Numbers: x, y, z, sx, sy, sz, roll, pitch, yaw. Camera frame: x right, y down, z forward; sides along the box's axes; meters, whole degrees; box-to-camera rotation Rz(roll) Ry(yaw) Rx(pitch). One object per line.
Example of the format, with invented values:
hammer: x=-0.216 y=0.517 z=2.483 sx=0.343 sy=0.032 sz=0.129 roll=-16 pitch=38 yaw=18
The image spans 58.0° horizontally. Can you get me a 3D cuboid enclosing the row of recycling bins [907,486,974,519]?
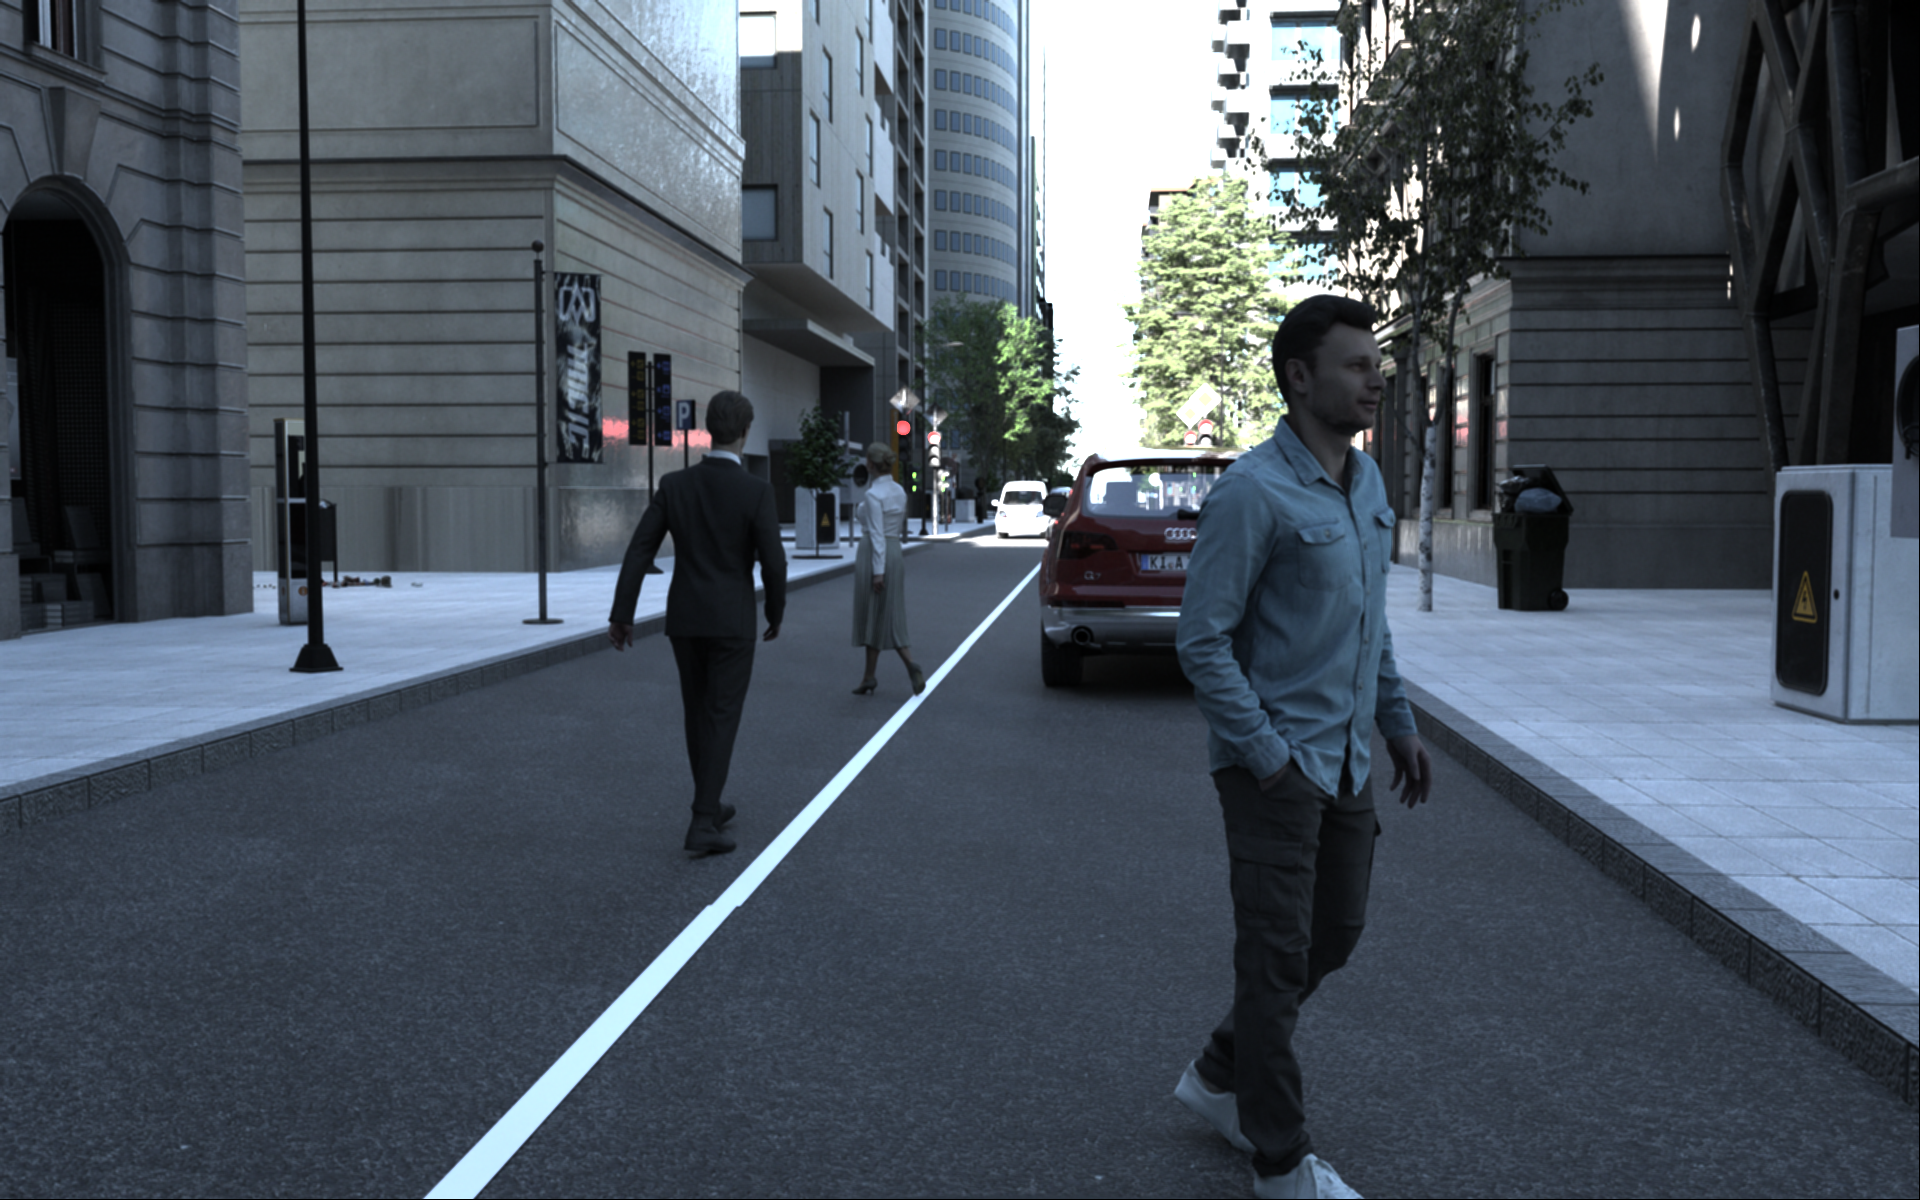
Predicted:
row of recycling bins: x=-1.033 y=-5.152 z=91.354 sx=3.534 sy=1.692 sz=1.069 roll=0 pitch=4 yaw=-6

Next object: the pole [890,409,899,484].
pole: x=-1.575 y=-2.931 z=41.763 sx=0.158 sy=3.312 sz=0.155 roll=0 pitch=3 yaw=0

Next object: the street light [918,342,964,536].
street light: x=-0.581 y=-4.935 z=53.229 sx=1.470 sy=5.913 sz=1.316 roll=0 pitch=4 yaw=5

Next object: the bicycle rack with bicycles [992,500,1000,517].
bicycle rack with bicycles: x=1.502 y=-5.237 z=99.002 sx=2.852 sy=0.926 sz=2.925 roll=1 pitch=4 yaw=15

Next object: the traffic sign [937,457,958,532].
traffic sign: x=-0.466 y=-3.614 z=59.203 sx=0.768 sy=2.556 sz=0.104 roll=1 pitch=4 yaw=10

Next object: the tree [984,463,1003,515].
tree: x=1.872 y=-6.930 z=107.899 sx=1.663 sy=3.219 sz=1.824 roll=0 pitch=3 yaw=0

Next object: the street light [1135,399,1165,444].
street light: x=9.440 y=-6.852 z=84.577 sx=1.470 sy=5.913 sz=1.316 roll=0 pitch=4 yaw=5

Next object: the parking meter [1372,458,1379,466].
parking meter: x=6.568 y=-1.364 z=28.017 sx=0.255 sy=1.863 sz=0.399 roll=3 pitch=4 yaw=39

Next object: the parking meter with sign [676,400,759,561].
parking meter with sign: x=-4.453 y=-2.231 z=32.745 sx=1.738 sy=3.016 sz=0.543 roll=-3 pitch=5 yaw=-40

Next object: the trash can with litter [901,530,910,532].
trash can with litter: x=-2.519 y=-2.948 z=59.258 sx=1.678 sy=1.210 sz=2.233 roll=1 pitch=4 yaw=21

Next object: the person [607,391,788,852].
person: x=-0.995 y=0.072 z=7.093 sx=0.659 sy=1.850 sz=0.755 roll=1 pitch=4 yaw=15

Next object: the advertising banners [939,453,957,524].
advertising banners: x=-0.502 y=-4.754 z=73.911 sx=0.090 sy=3.025 sz=2.074 roll=1 pitch=4 yaw=21

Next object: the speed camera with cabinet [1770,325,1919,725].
speed camera with cabinet: x=5.173 y=-0.925 z=9.453 sx=0.660 sy=3.252 sz=2.038 roll=0 pitch=4 yaw=2

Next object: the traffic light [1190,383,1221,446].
traffic light: x=6.220 y=-3.379 z=44.174 sx=0.839 sy=4.253 sz=0.868 roll=0 pitch=4 yaw=5

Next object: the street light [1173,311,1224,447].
street light: x=6.122 y=-4.381 z=44.169 sx=1.470 sy=5.913 sz=1.316 roll=0 pitch=4 yaw=5

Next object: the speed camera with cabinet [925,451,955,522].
speed camera with cabinet: x=-0.970 y=-5.213 z=79.569 sx=0.660 sy=3.252 sz=2.038 roll=-2 pitch=4 yaw=-30

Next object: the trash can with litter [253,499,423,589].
trash can with litter: x=-8.612 y=-0.795 z=24.048 sx=2.233 sy=1.210 sz=1.678 roll=1 pitch=4 yaw=12

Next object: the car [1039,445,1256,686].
car: x=1.781 y=-0.348 z=14.363 sx=2.281 sy=1.827 sz=5.304 roll=0 pitch=4 yaw=6

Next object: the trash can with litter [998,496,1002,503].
trash can with litter: x=3.380 y=-7.130 z=127.955 sx=1.055 sy=1.170 sz=0.624 roll=-1 pitch=4 yaw=-14

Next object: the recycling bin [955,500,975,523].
recycling bin: x=0.223 y=-4.011 z=78.141 sx=0.722 sy=1.027 sz=0.722 roll=1 pitch=4 yaw=23

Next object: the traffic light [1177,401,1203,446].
traffic light: x=6.895 y=-3.866 z=52.130 sx=0.839 sy=4.253 sz=0.868 roll=0 pitch=4 yaw=5

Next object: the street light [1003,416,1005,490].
street light: x=2.989 y=-7.537 z=95.778 sx=1.470 sy=5.913 sz=1.316 roll=0 pitch=4 yaw=5

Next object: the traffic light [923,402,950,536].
traffic light: x=-0.740 y=-3.905 z=52.760 sx=0.839 sy=4.253 sz=0.868 roll=0 pitch=4 yaw=5

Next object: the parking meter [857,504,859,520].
parking meter: x=-4.897 y=-4.698 z=85.229 sx=0.372 sy=1.533 sz=0.369 roll=0 pitch=3 yaw=0

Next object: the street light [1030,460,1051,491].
street light: x=5.816 y=-9.583 z=129.221 sx=1.470 sy=5.913 sz=1.316 roll=0 pitch=4 yaw=5

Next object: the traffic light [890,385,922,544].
traffic light: x=-1.415 y=-3.418 z=44.803 sx=0.839 sy=4.253 sz=0.868 roll=0 pitch=4 yaw=5

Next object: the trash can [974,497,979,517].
trash can: x=0.728 y=-5.162 z=96.046 sx=0.748 sy=1.137 sz=0.748 roll=0 pitch=3 yaw=0

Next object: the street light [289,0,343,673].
street light: x=-4.137 y=-2.435 z=12.348 sx=1.470 sy=5.913 sz=1.316 roll=0 pitch=4 yaw=5

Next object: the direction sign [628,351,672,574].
direction sign: x=-4.975 y=-2.193 z=27.860 sx=0.379 sy=3.537 sz=0.876 roll=3 pitch=4 yaw=39

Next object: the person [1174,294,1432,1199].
person: x=0.664 y=0.302 z=3.581 sx=0.620 sy=1.820 sz=0.660 roll=3 pitch=5 yaw=39

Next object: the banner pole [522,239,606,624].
banner pole: x=-3.947 y=-1.665 z=17.240 sx=0.863 sy=3.779 sz=0.401 roll=-2 pitch=4 yaw=-28

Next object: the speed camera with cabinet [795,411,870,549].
speed camera with cabinet: x=-2.998 y=-2.849 z=40.909 sx=0.660 sy=3.252 sz=2.038 roll=3 pitch=4 yaw=38

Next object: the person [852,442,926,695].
person: x=-0.506 y=-0.218 z=12.291 sx=0.641 sy=1.798 sz=0.478 roll=3 pitch=5 yaw=43

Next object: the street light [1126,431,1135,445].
street light: x=13.139 y=-9.448 z=127.018 sx=1.470 sy=5.913 sz=1.316 roll=0 pitch=4 yaw=5
